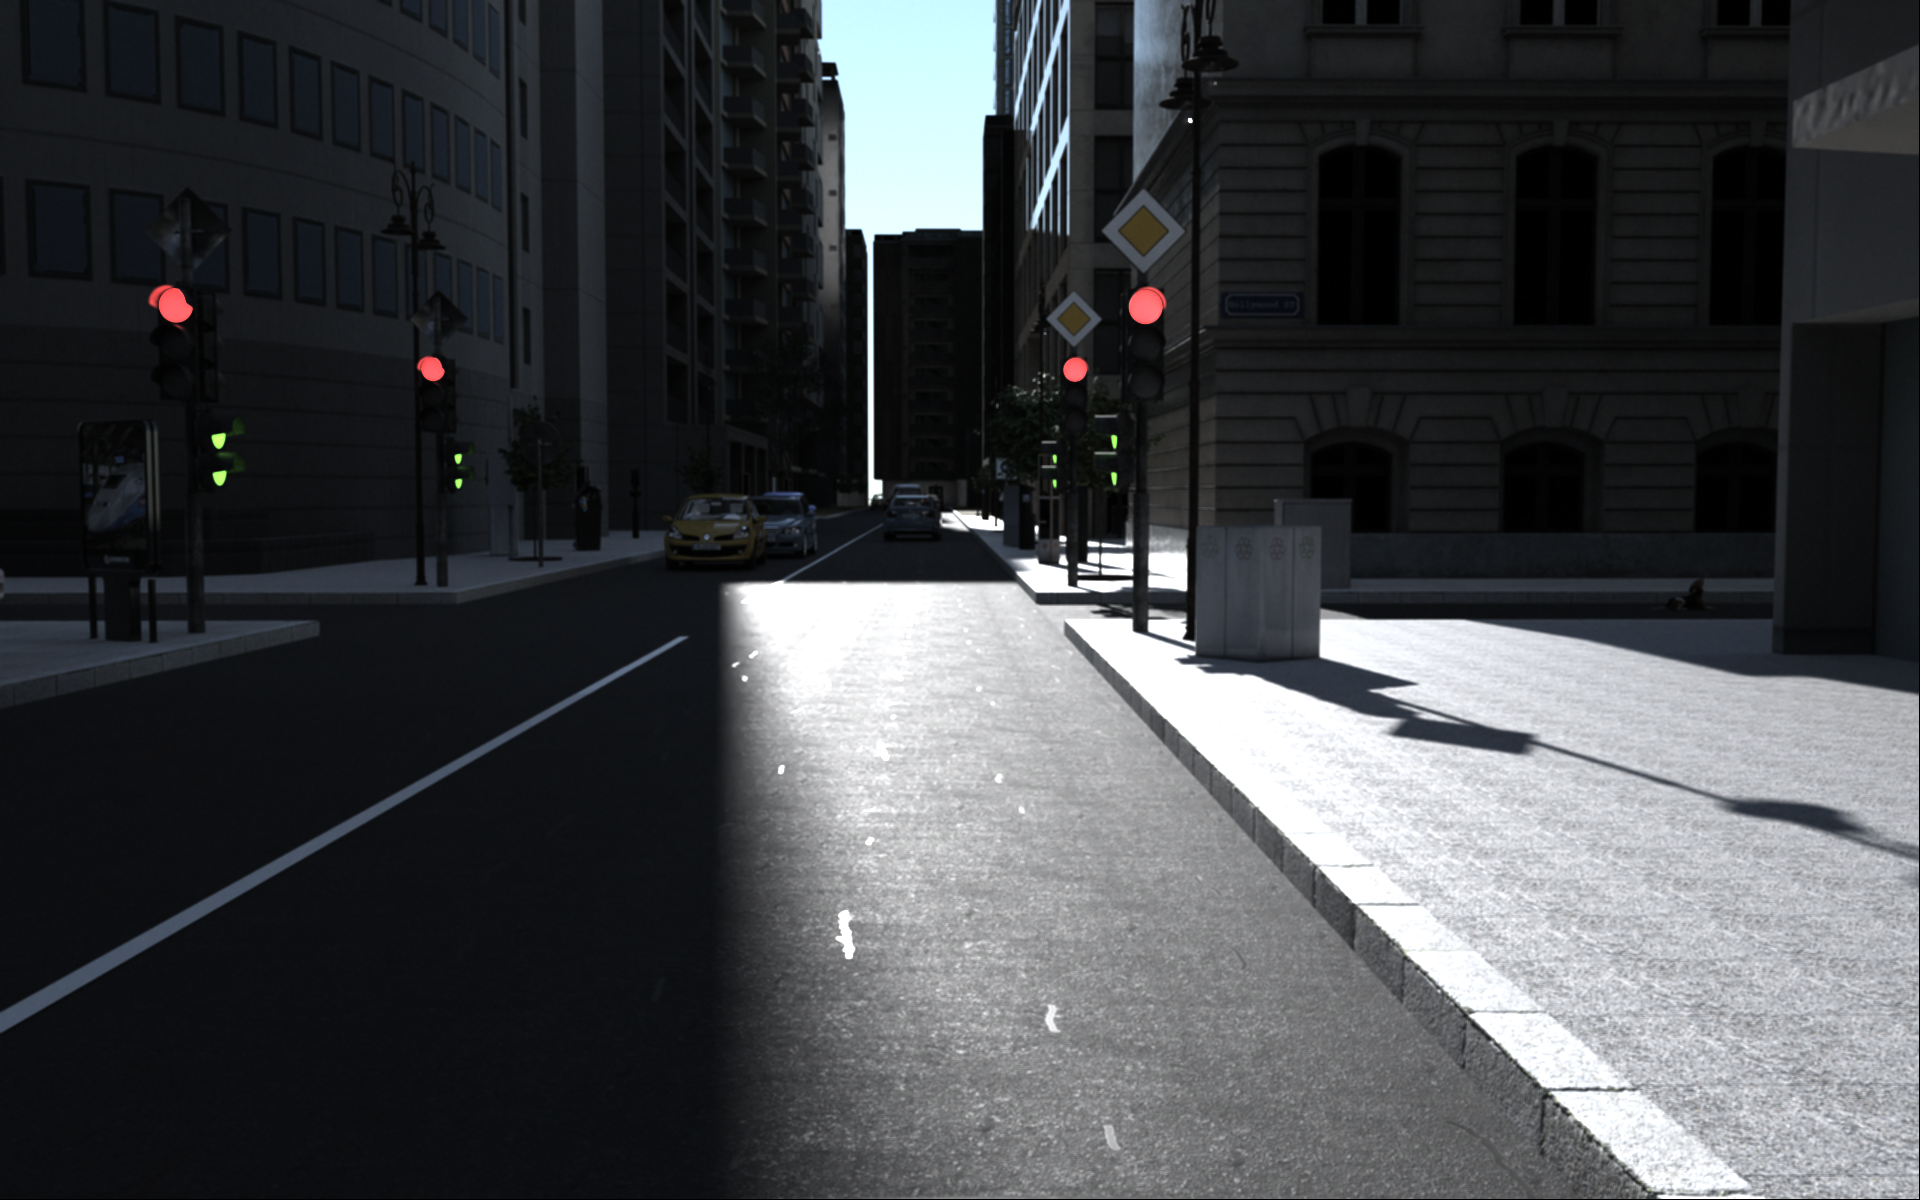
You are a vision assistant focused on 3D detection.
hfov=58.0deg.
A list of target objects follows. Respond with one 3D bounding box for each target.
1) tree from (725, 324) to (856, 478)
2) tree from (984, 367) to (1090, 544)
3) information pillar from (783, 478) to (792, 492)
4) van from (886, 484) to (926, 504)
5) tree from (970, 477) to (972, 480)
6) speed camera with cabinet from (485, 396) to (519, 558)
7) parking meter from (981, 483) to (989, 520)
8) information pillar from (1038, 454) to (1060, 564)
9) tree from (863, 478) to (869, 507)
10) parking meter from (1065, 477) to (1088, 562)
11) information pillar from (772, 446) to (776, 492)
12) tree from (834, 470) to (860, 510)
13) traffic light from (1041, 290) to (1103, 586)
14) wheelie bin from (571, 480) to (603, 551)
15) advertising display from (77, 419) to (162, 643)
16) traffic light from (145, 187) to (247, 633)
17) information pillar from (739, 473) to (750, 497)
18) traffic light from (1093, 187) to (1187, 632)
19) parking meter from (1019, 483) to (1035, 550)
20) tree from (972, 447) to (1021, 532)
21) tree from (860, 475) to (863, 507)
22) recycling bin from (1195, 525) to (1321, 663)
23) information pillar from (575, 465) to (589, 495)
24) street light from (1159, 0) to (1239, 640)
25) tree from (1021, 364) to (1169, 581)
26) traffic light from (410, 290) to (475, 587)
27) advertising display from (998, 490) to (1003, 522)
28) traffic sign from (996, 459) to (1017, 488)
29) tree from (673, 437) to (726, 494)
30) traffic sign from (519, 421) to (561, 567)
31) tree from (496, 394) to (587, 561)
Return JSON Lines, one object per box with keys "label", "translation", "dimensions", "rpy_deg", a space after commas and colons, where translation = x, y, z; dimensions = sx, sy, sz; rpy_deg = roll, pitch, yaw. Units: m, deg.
{"label": "tree", "translation": [-9.169, -9.773, 94.198], "dimensions": [8.767, 10.594, 7.601], "rpy_deg": [2, 4, 32]}
{"label": "tree", "translation": [2.237, -3.751, 45.038], "dimensions": [4.285, 4.588, 4.351], "rpy_deg": [0, 3, 0]}
{"label": "information pillar", "translation": [-8.022, -4.666, 80.785], "dimensions": [0.304, 2.012, 0.304], "rpy_deg": [2, 4, 25]}
{"label": "van", "translation": [-2.155, -4.061, 73.410], "dimensions": [2.013, 2.044, 4.112], "rpy_deg": [0, 3, 0]}
{"label": "tree", "translation": [1.360, -6.859, 106.754], "dimensions": [1.663, 3.219, 1.824], "rpy_deg": [0, 3, 0]}
{"label": "speed camera with cabinet", "translation": [-9.414, -2.526, 35.634], "dimensions": [0.660, 3.252, 2.038], "rpy_deg": [-1, 4, -13]}
{"label": "parking meter", "translation": [1.241, -4.861, 85.182], "dimensions": [0.255, 1.863, 0.399], "rpy_deg": [-2, 4, -31]}
{"label": "information pillar", "translation": [1.634, -1.670, 31.789], "dimensions": [0.304, 2.012, 0.304], "rpy_deg": [2, 4, 35]}
{"label": "tree", "translation": [-9.844, -10.972, 173.992], "dimensions": [1.663, 3.219, 1.824], "rpy_deg": [0, 3, 0]}
{"label": "parking meter", "translation": [2.213, -1.663, 32.907], "dimensions": [0.399, 1.863, 0.255], "rpy_deg": [3, 4, 38]}
{"label": "information pillar", "translation": [-9.075, -5.706, 84.643], "dimensions": [0.183, 3.616, 0.504], "rpy_deg": [-1, 4, -18]}
{"label": "tree", "translation": [-9.514, -8.886, 139.890], "dimensions": [1.663, 3.219, 1.824], "rpy_deg": [0, 3, 0]}
{"label": "traffic light", "translation": [1.552, -2.147, 24.027], "dimensions": [0.839, 4.253, 0.868], "rpy_deg": [0, 4, -1]}
{"label": "wheelie bin", "translation": [-8.482, -1.929, 39.454], "dimensions": [0.693, 1.594, 0.980], "rpy_deg": [-1, 4, -19]}
{"label": "advertising display", "translation": [-7.328, -0.605, 15.113], "dimensions": [0.974, 1.923, 0.123], "rpy_deg": [2, 4, 31]}
{"label": "traffic light", "translation": [-7.046, -1.650, 15.905], "dimensions": [0.839, 4.253, 0.868], "rpy_deg": [0, 4, -1]}
{"label": "information pillar", "translation": [-7.686, -3.501, 61.741], "dimensions": [0.304, 2.012, 0.304], "rpy_deg": [-2, 4, -32]}
{"label": "traffic light", "translation": [1.664, -1.659, 16.043], "dimensions": [0.839, 4.253, 0.868], "rpy_deg": [0, 4, -1]}
{"label": "parking meter", "translation": [1.556, -1.937, 40.073], "dimensions": [0.372, 1.533, 0.369], "rpy_deg": [0, 3, 0]}
{"label": "tree", "translation": [1.656, -3.915, 58.619], "dimensions": [1.663, 3.219, 1.824], "rpy_deg": [0, 3, 0]}
{"label": "tree", "translation": [-9.933, -9.923, 156.836], "dimensions": [1.663, 3.219, 1.824], "rpy_deg": [0, 3, 0]}
{"label": "recycling bin", "translation": [2.343, -0.066, 13.628], "dimensions": [0.722, 1.027, 0.722], "rpy_deg": [-3, 4, -38]}
{"label": "information pillar", "translation": [-9.651, -2.431, 44.247], "dimensions": [0.304, 2.012, 0.304], "rpy_deg": [0, 4, 1]}
{"label": "street light", "translation": [2.050, -2.587, 15.086], "dimensions": [0.468, 5.910, 1.993], "rpy_deg": [0, 4, -1]}
{"label": "tree", "translation": [2.060, -1.928, 26.126], "dimensions": [1.663, 3.219, 1.824], "rpy_deg": [0, 3, 0]}
{"label": "traffic light", "translation": [-7.158, -2.139, 23.889], "dimensions": [0.839, 4.253, 0.868], "rpy_deg": [0, 4, -1]}
{"label": "advertising display", "translation": [2.112, -4.501, 78.802], "dimensions": [0.123, 1.923, 0.974], "rpy_deg": [-3, 5, -44]}
{"label": "traffic sign", "translation": [1.319, -2.880, 49.218], "dimensions": [0.606, 2.300, 0.079], "rpy_deg": [0, 4, 2]}
{"label": "tree", "translation": [-8.651, -3.916, 58.625], "dimensions": [1.663, 3.219, 1.824], "rpy_deg": [0, 3, 0]}
{"label": "traffic sign", "translation": [-7.373, -1.852, 30.393], "dimensions": [0.768, 2.556, 0.104], "rpy_deg": [1, 4, 8]}
{"label": "tree", "translation": [-8.222, -2.372, 33.386], "dimensions": [1.663, 3.219, 1.824], "rpy_deg": [0, 3, 0]}
